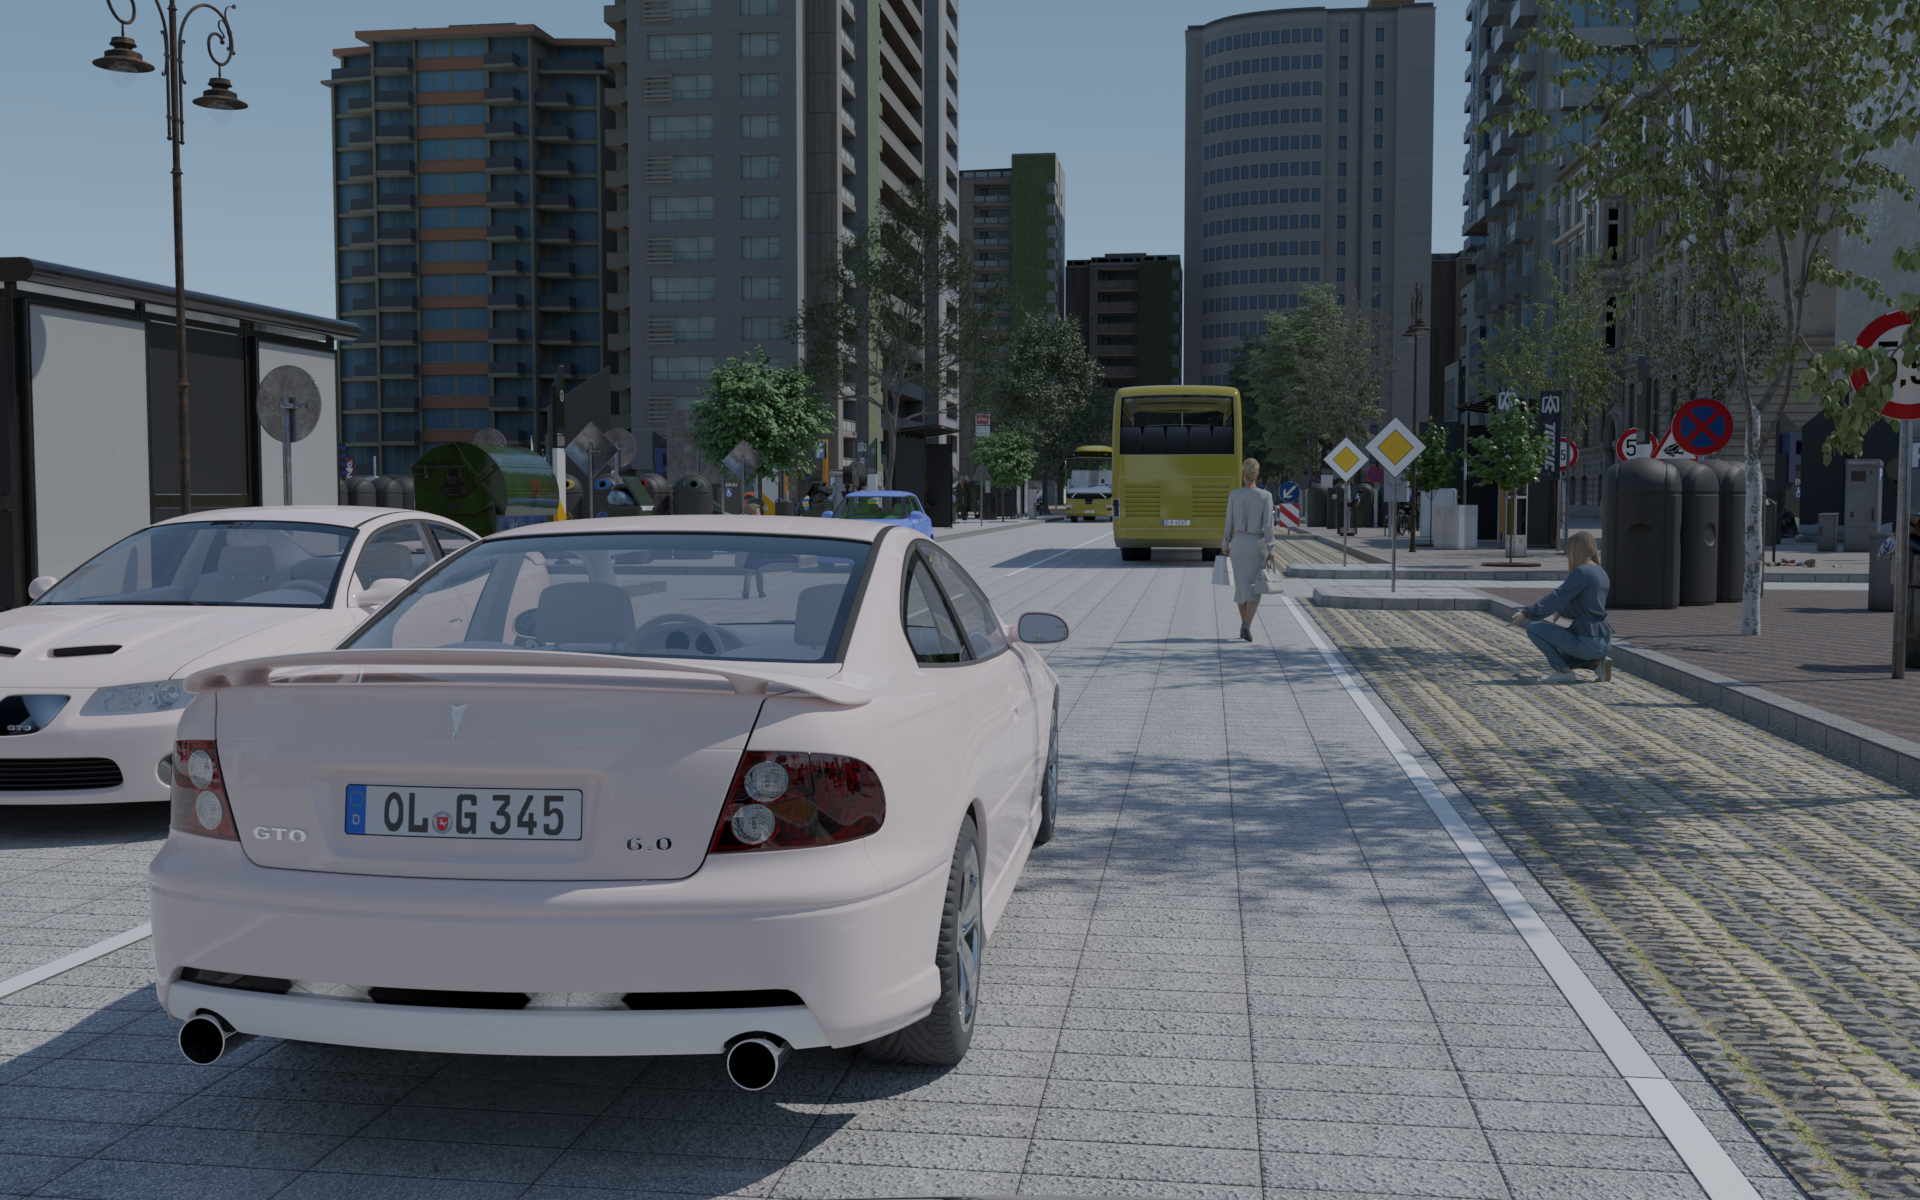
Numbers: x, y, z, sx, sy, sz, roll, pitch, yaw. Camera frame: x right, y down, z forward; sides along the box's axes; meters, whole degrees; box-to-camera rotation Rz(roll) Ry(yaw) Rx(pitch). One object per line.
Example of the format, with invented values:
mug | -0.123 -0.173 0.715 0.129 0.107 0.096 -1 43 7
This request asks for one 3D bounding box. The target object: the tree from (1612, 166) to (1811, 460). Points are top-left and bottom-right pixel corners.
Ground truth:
tree | 16.197 -5.309 37.171 4.360 8.622 3.978 0 3 0

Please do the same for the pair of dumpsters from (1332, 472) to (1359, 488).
pair of dumpsters | 16.970 -4.605 77.784 1.574 2.255 4.437 0 4 8

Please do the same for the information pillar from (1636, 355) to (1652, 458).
information pillar | 11.454 -2.307 29.075 0.183 3.616 0.504 0 4 4

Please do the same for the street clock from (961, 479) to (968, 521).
street clock | 0.218 -4.852 83.907 0.358 2.002 0.471 -1 4 -14

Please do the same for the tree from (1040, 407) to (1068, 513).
tree | 6.820 -10.276 118.368 4.360 8.622 3.978 0 3 0

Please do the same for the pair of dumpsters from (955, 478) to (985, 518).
pair of dumpsters | 0.607 -5.547 93.188 1.574 2.255 4.437 0 4 8

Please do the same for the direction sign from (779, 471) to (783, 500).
direction sign | -6.622 -4.437 64.549 0.379 3.537 0.876 1 4 18

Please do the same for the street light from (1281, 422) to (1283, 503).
street light | 19.354 -8.024 103.981 0.468 5.910 1.993 0 4 8

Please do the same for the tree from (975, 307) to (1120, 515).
tree | 5.257 -11.570 106.178 9.611 12.733 9.660 0 3 0

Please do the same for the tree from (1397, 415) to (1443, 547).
tree | 11.403 -2.922 42.384 1.663 3.219 1.824 0 3 0

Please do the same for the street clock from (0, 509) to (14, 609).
street clock | -10.684 -0.897 19.243 0.471 2.002 0.358 2 4 27

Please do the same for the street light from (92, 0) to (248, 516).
street light | -6.799 -2.588 15.102 0.468 5.910 1.993 0 4 8

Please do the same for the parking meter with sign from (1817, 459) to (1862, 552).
parking meter with sign | 19.908 -2.563 38.163 1.738 3.016 0.543 3 4 38

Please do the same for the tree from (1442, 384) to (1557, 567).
tree | 9.684 -2.215 30.809 1.663 3.219 1.824 0 3 0

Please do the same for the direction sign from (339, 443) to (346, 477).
direction sign | -27.820 -5.218 77.308 0.876 3.537 0.379 0 4 3

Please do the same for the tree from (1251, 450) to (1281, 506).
tree | 26.161 -11.867 144.388 4.737 8.622 4.395 0 3 0

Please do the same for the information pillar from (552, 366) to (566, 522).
information pillar | -7.288 -2.456 31.506 0.183 3.616 0.504 0 4 5

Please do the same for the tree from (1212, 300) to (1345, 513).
tree | 21.672 -12.775 115.521 9.857 13.997 8.962 0 3 0

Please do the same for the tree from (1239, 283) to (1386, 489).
tree | 18.937 -10.704 93.140 7.486 12.596 7.792 0 3 0

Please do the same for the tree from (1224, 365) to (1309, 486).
tree | 24.178 -12.931 137.172 9.928 11.665 9.643 0 3 0

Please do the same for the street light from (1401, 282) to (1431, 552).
street light | 9.973 -3.988 37.987 0.468 5.910 1.993 0 4 8

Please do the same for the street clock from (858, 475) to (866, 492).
street clock | -3.742 -3.665 64.494 0.358 2.002 0.471 -3 5 -41

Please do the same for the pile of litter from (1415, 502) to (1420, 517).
pile of litter | 25.733 -5.148 98.138 1.176 0.858 1.719 -2 4 -28

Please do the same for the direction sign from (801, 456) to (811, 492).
direction sign | -8.969 -6.641 100.584 0.379 3.537 0.876 -3 5 -44

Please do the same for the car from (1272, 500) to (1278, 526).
car | 13.326 -4.035 77.978 2.014 1.417 4.499 0 4 8

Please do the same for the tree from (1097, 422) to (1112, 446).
tree | 15.133 -13.656 173.633 4.360 8.622 3.978 0 3 0

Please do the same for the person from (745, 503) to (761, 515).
person | -2.854 -0.670 23.733 0.475 1.303 0.640 1 4 9

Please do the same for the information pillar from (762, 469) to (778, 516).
information pillar | -5.735 -3.736 52.445 0.504 3.616 0.183 -1 4 -18

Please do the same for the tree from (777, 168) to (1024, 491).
tree | -1.825 -7.037 49.463 7.601 10.594 8.767 1 4 17

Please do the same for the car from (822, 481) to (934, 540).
car | -1.583 -1.432 32.999 1.945 1.707 3.694 1 4 9

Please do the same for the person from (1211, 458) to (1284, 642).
person | 2.785 -0.494 16.924 0.694 1.780 0.624 3 4 38

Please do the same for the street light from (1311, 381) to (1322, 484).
street light | 14.665 -6.022 71.245 0.468 5.910 1.993 0 4 8

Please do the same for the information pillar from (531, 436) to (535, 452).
information pillar | -17.070 -4.769 69.329 0.183 3.616 0.504 -1 4 -23

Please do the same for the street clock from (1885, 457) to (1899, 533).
street clock | 18.207 -1.775 33.592 0.471 2.002 0.358 3 5 45

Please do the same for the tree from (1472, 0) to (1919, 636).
tree | 7.001 -3.976 15.377 4.737 8.622 4.395 0 3 0

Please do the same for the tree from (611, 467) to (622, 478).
tree | -20.062 -6.312 97.806 1.663 3.219 1.824 0 3 0

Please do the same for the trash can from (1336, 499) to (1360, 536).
trash can | 11.818 -2.519 52.837 0.748 1.137 0.748 0 3 0

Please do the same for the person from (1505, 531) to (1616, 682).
person | 4.561 0.050 13.181 1.012 1.151 0.738 -3 4 -39

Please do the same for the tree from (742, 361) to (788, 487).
tree | -11.035 -8.884 95.619 4.360 8.622 3.978 0 3 0

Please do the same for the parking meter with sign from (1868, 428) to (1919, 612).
parking meter with sign | 10.809 -1.402 19.180 1.738 3.016 0.543 -2 4 -29

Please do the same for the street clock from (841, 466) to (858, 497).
street clock | -2.880 -2.433 44.342 0.358 2.002 0.471 0 4 -6

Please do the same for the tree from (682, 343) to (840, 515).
tree | -4.342 -3.295 37.586 4.285 4.588 4.351 0 3 0

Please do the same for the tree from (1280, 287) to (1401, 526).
tree | 13.431 -6.751 60.739 4.360 8.622 3.978 0 3 0

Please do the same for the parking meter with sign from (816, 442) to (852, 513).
parking meter with sign | -4.022 -3.824 58.787 1.738 3.016 0.543 -3 4 -38

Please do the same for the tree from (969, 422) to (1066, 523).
tree | 2.034 -5.813 78.748 4.285 4.588 4.351 0 3 0

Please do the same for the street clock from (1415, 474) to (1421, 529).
street clock | 16.503 -3.548 62.573 0.358 2.002 0.471 1 4 13

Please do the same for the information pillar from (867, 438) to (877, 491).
information pillar | -3.627 -4.931 71.970 0.504 3.616 0.183 3 5 39

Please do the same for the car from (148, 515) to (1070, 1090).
car | -0.707 0.400 5.821 2.083 1.381 4.827 0 4 7

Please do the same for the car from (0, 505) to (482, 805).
car | -3.694 0.183 9.374 2.083 1.381 4.827 0 4 7
